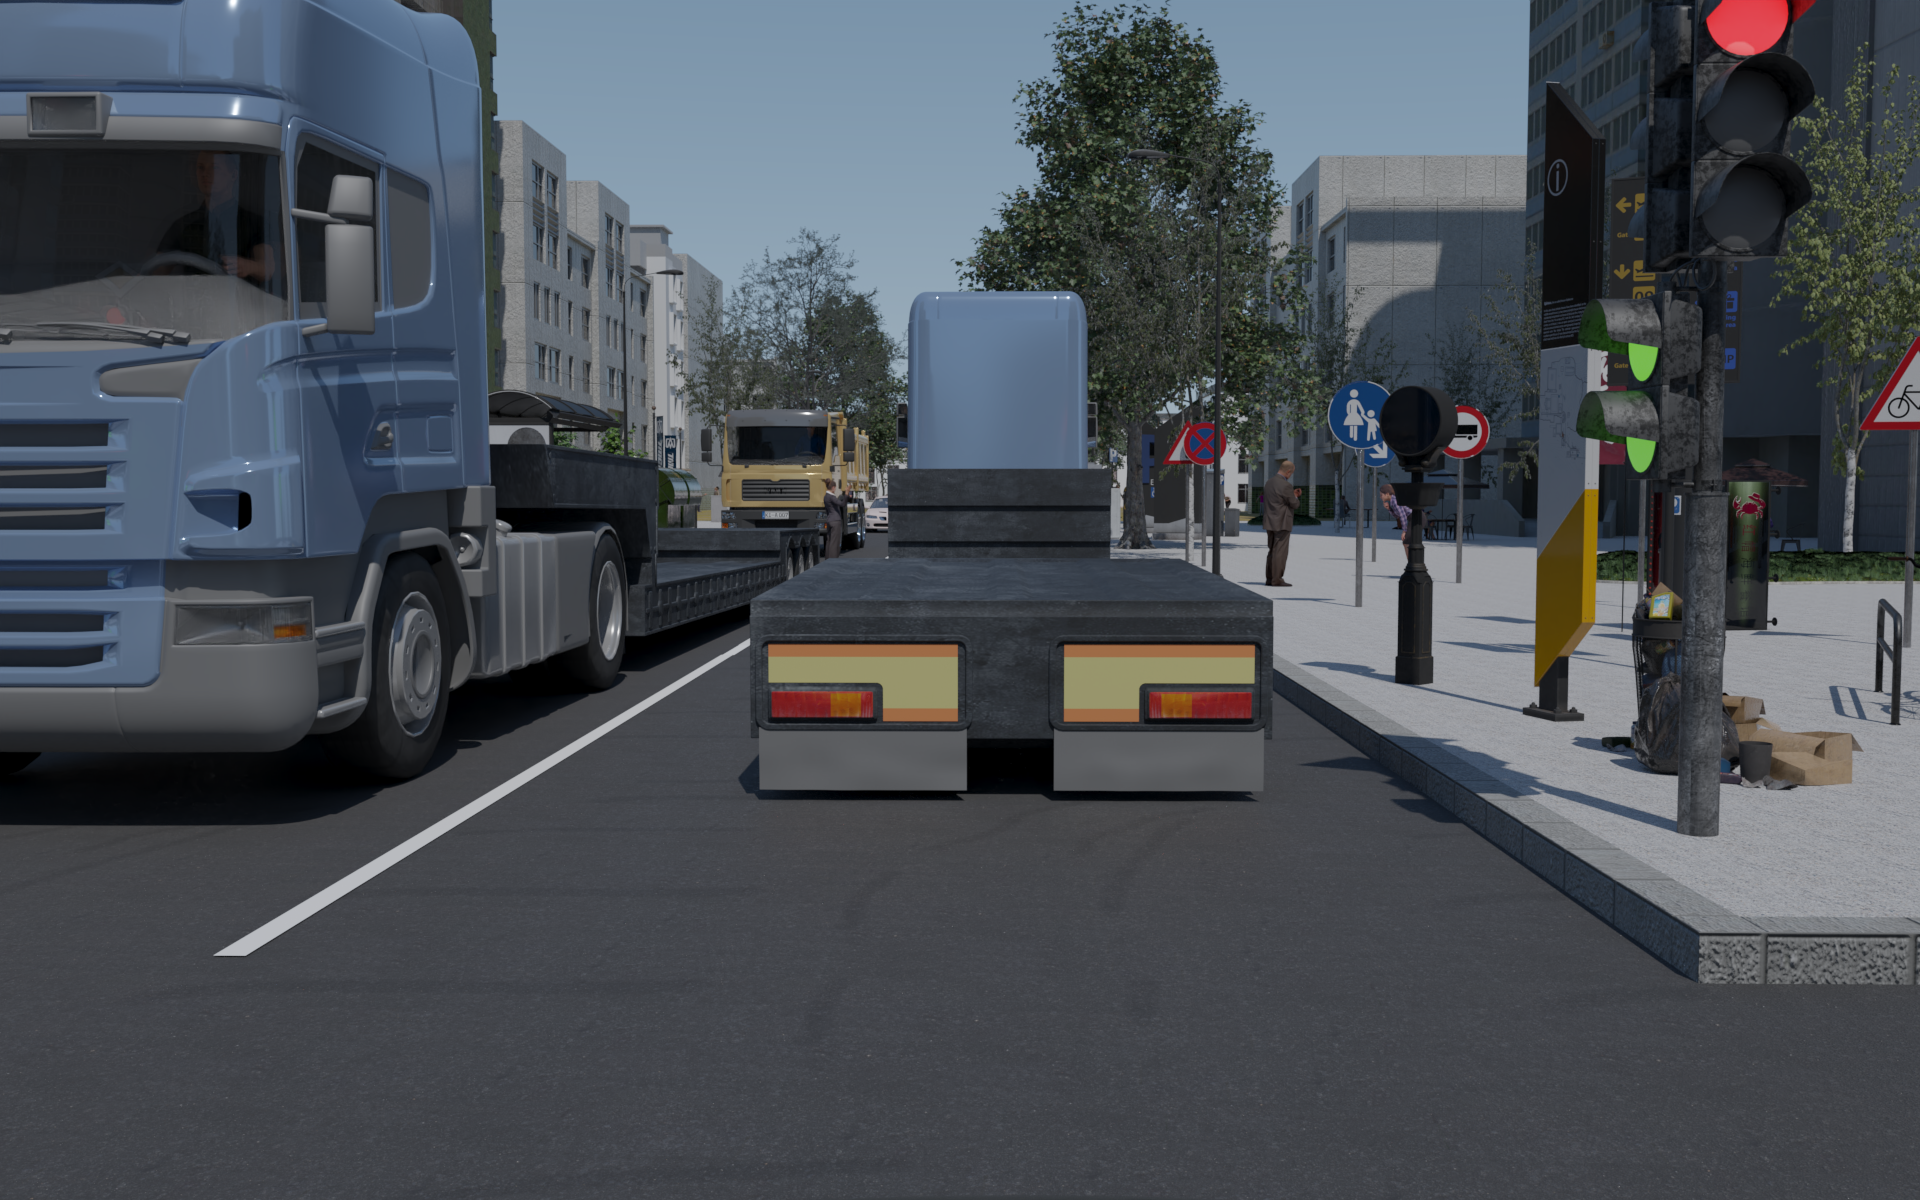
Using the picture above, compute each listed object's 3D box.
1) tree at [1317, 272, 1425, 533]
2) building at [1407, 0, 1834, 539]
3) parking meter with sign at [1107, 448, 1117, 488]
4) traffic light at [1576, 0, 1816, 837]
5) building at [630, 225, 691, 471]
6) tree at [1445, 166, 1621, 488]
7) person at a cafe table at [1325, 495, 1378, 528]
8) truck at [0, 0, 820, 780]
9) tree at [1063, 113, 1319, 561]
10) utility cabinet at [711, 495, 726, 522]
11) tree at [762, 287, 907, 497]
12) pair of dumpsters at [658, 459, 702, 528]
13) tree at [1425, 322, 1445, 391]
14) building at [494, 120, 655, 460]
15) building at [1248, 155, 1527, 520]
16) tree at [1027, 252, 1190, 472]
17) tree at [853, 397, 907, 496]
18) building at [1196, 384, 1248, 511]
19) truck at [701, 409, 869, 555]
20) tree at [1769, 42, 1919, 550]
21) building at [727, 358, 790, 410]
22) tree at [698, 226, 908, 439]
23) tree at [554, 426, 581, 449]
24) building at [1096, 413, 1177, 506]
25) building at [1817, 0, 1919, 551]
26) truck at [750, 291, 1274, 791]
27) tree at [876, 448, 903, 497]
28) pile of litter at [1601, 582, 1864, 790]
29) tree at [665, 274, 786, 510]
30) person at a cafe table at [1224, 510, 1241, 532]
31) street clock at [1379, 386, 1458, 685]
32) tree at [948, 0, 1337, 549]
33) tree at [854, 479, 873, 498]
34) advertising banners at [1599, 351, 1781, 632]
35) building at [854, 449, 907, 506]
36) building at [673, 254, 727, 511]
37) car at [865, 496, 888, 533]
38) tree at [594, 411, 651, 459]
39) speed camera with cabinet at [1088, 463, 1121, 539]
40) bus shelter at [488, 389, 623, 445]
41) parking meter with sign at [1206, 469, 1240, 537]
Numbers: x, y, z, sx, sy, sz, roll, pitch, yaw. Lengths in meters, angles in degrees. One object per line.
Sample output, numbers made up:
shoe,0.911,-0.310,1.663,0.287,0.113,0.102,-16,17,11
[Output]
tree,12.578,-6.531,57.142,4.360,8.622,3.978,0,3,0
building,32.832,-22.322,56.839,32.217,40.220,23.993,0,4,1
parking meter with sign,5.084,-4.243,65.631,1.738,3.016,0.543,3,5,39
traffic light,2.772,-1.071,6.436,0.839,4.253,0.868,0,4,1
building,-27.374,-16.109,119.800,16.016,20.091,11.380,0,4,1
tree,13.873,-5.451,39.488,4.360,8.622,3.978,0,3,0
person at a cafe table,14.676,-3.347,65.588,1.698,1.238,1.726,3,4,37
truck,-3.623,-1.585,15.675,2.967,4.110,18.799,0,4,2
tree,4.157,-5.045,32.848,4.360,8.622,3.978,0,3,0
utility cabinet,-10.773,-4.110,78.360,1.020,1.237,0.306,2,4,30
tree,-6.455,-10.957,96.160,9.611,12.733,9.660,0,3,0
pair of dumpsters,-7.970,-2.663,46.041,1.574,2.255,4.437,0,4,1
tree,21.261,-7.481,72.676,4.360,8.622,3.978,0,3,0
building,-28.729,-14.172,98.162,16.747,18.905,31.486,0,4,1
building,27.267,-14.227,99.074,16.747,18.905,31.486,0,4,1
tree,5.371,-10.231,73.928,9.857,13.997,8.962,0,3,0
tree,-6.437,-12.750,142.870,8.767,10.594,7.601,-3,5,-44
building,23.852,-11.484,129.907,9.099,9.664,28.070,0,4,1
truck,-3.939,-2.845,42.441,3.469,3.379,9.791,0,4,2
tree,15.346,-4.823,29.220,4.737,8.622,4.395,0,3,0
building,-34.540,-19.675,188.149,31.486,18.905,16.747,0,4,1
tree,-6.931,-10.291,78.620,12.009,13.543,11.850,0,3,0
tree,-17.316,-5.382,71.704,4.285,4.588,4.351,0,3,0
building,25.053,-14.801,184.137,28.070,9.664,9.099,0,4,1
building,31.905,-29.588,25.762,28.212,58.520,21.231,0,4,1
truck,0.398,-1.682,17.265,2.967,4.110,18.799,0,4,1
tree,-6.137,-11.266,134.565,4.360,8.622,3.978,0,3,0
pile of litter,3.703,0.344,8.338,1.176,0.858,1.719,2,4,25
tree,-7.758,-6.571,57.798,4.360,8.622,3.978,0,3,0
person at a cafe table,8.385,-2.954,59.153,1.698,1.238,1.726,-3,5,-44
street clock,3.078,-0.435,11.679,0.471,2.002,0.358,3,5,45
tree,3.986,-7.539,40.275,9.611,12.733,9.660,0,3,0
tree,-6.587,-7.290,113.796,1.663,3.219,1.824,0,3,0
advertising banners,6.664,-1.217,16.093,2.074,3.025,0.090,-1,4,-9
building,-4.155,-14.818,184.415,28.070,9.664,9.099,0,4,1
building,-35.591,-16.500,136.240,31.486,18.905,16.747,0,4,1
car,-2.580,-3.265,65.745,2.083,1.381,4.827,0,4,2
tree,-8.042,-2.802,40.420,1.663,3.219,1.824,0,3,0
speed camera with cabinet,4.031,-3.432,50.455,0.660,3.252,2.038,-1,4,-18
bus shelter,-8.663,-2.593,36.316,2.014,3.302,5.546,0,4,1
parking meter with sign,7.611,-3.431,52.360,1.738,3.016,0.543,2,4,33
